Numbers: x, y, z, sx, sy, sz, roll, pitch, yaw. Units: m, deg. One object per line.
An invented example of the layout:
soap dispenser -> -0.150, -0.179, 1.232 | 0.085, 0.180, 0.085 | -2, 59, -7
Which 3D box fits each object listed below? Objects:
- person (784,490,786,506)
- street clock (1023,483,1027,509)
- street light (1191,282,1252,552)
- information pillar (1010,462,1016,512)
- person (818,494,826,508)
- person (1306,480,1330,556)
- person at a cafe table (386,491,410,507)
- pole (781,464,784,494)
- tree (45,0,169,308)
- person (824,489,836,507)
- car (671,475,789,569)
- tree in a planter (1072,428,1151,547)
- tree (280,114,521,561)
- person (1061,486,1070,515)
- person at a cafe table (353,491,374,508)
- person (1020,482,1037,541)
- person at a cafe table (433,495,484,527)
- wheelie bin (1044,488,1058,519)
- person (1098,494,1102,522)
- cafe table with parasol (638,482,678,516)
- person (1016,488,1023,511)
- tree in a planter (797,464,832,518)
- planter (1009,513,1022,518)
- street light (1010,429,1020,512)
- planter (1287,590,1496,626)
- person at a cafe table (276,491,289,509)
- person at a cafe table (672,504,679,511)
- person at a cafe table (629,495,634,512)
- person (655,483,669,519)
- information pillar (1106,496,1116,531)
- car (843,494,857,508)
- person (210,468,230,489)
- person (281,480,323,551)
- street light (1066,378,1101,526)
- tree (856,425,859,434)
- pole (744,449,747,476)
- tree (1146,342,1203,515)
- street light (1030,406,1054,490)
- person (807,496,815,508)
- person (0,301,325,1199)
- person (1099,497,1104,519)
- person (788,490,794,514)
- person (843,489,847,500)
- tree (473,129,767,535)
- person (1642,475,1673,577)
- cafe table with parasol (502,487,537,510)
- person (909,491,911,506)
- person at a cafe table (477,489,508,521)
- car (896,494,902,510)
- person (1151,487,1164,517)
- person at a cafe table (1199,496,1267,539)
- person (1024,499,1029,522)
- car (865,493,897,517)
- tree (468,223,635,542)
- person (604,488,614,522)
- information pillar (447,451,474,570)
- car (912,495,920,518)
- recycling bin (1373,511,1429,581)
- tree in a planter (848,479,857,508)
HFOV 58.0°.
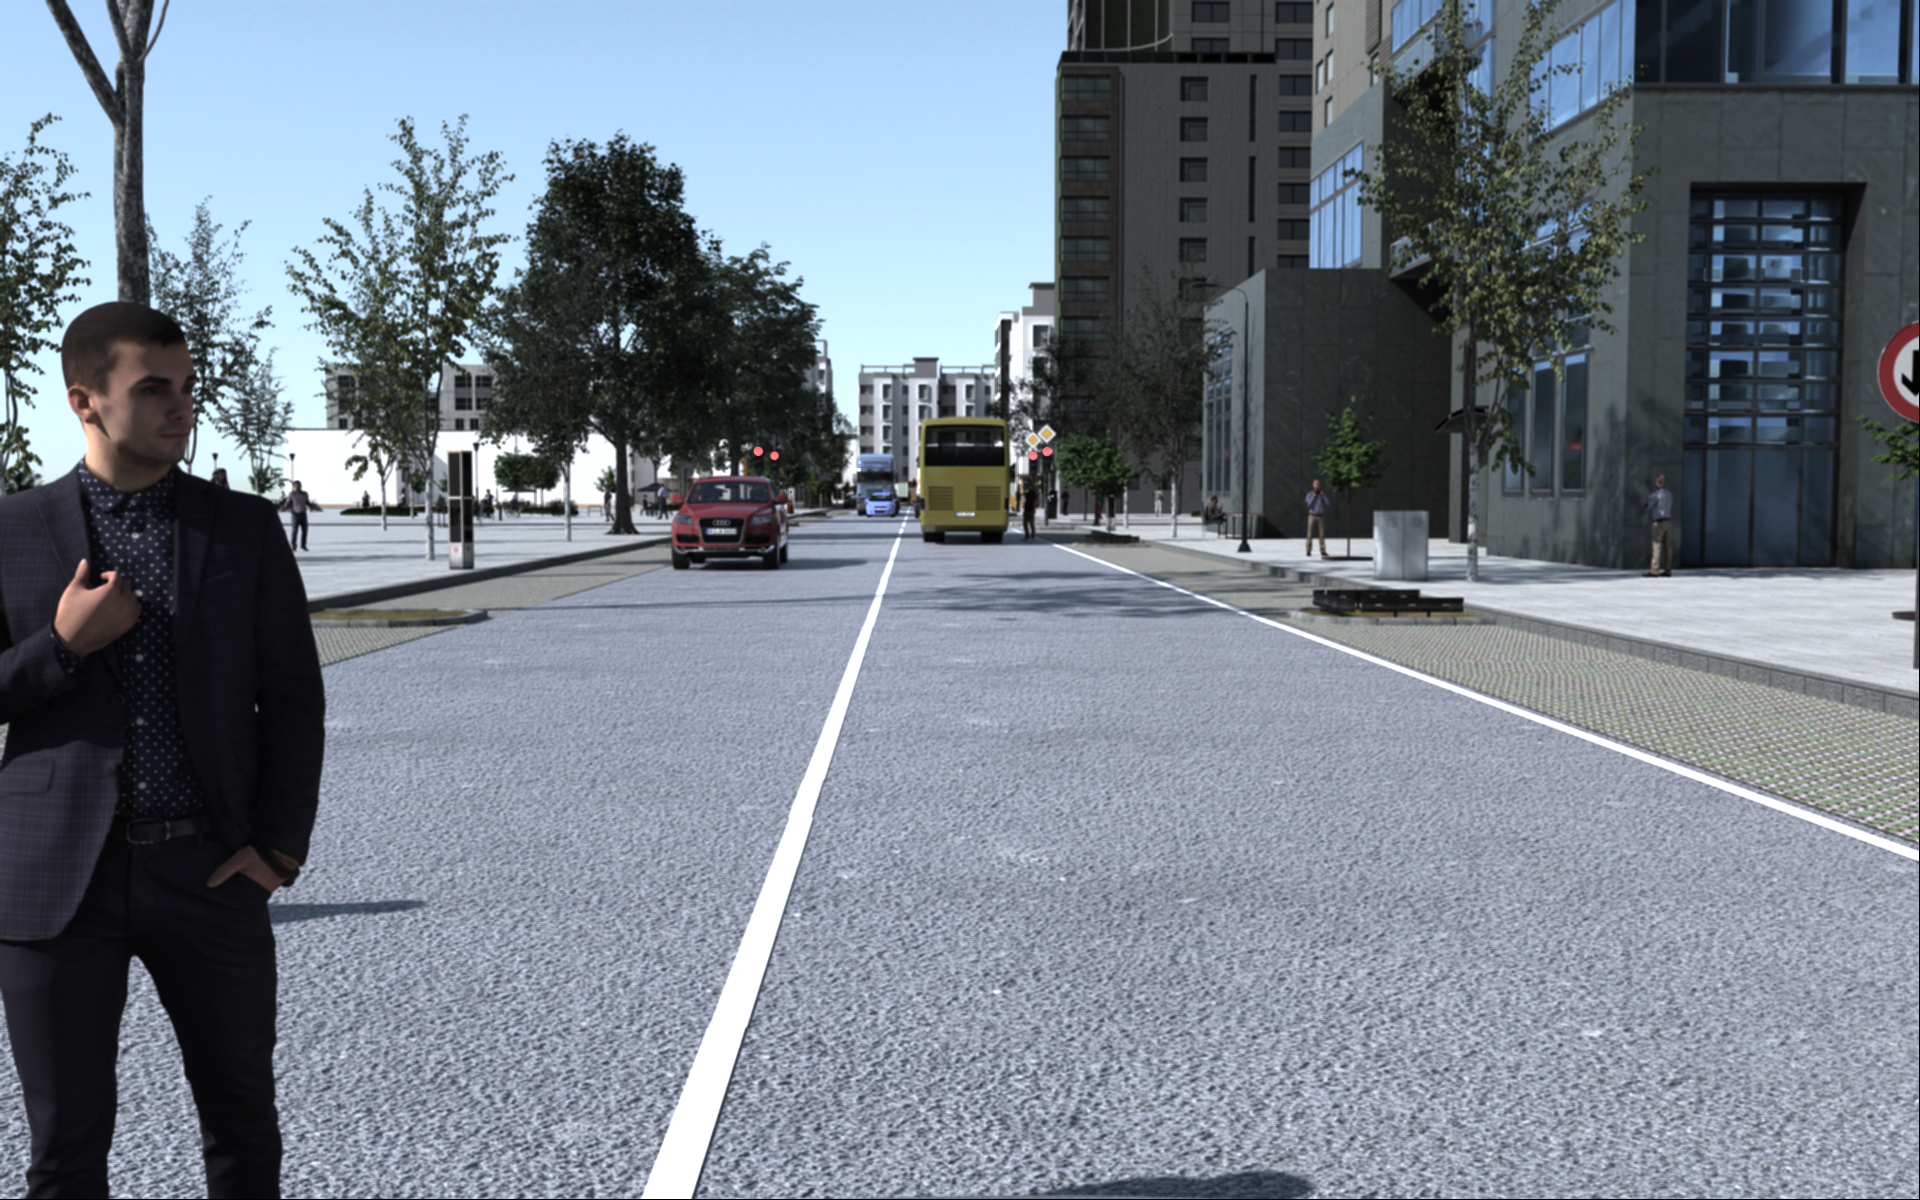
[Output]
person -> -15.104, -8.668, 147.898 | 0.598, 1.807, 0.434 | -1, 4, -9
street clock -> 4.129, -6.414, 109.438 | 0.358, 2.002, 0.471 | 0, 4, 8
street light -> 5.747, -4.010, 38.107 | 1.470, 5.913, 1.316 | 0, 4, -1
information pillar -> 3.832, -8.236, 126.006 | 0.504, 3.616, 0.183 | 0, 4, 2
person -> -13.288, -9.658, 164.669 | 1.217, 1.743, 0.721 | 1, 4, 23
person -> 7.419, -1.703, 35.954 | 0.516, 1.574, 0.319 | 0, 4, -2
person at a cafe table -> -39.966, -7.009, 123.110 | 1.622, 1.524, 1.698 | -1, 4, -13
pole -> -11.098, -6.997, 108.243 | 0.158, 3.312, 0.155 | 0, 3, 0
tree -> -10.686, -9.956, 18.674 | 12.611, 20.169, 13.585 | 0, 3, 0
person -> -12.954, -10.129, 172.167 | 1.217, 1.766, 0.721 | -1, 4, -22
car -> -4.542, -1.590, 34.665 | 2.281, 1.827, 5.304 | 0, 4, -3
tree in a planter -> 4.079, -3.047, 47.033 | 1.991, 3.239, 1.994 | 0, 4, -1
tree -> -10.453, -5.076, 33.359 | 4.737, 8.622, 4.395 | 0, 3, 0
person -> 6.401, -5.958, 104.158 | 0.504, 1.737, 0.576 | 2, 4, 27
person at a cafe table -> -42.843, -7.115, 124.842 | 1.698, 1.524, 1.622 | -1, 4, -18
person -> 2.108, -2.731, 53.273 | 0.434, 1.807, 0.598 | -1, 4, -17
person at a cafe table -> -19.459, -3.462, 67.470 | 1.726, 1.238, 1.698 | 0, 4, -6
wheelie bin -> 4.695, -4.954, 88.906 | 0.693, 1.594, 0.980 | 0, 4, -5
person -> 6.336, -4.377, 79.314 | 0.444, 1.614, 0.593 | 1, 4, 17
cafe table with parasol -> -19.523, -6.562, 112.149 | 2.610, 1.966, 2.610 | -1, 4, -15
person -> 4.520, -7.698, 132.593 | 0.600, 1.739, 0.565 | -1, 4, -15
tree in a planter -> -8.601, -6.447, 102.628 | 1.991, 3.239, 1.994 | 0, 4, -1
planter -> 2.632, -4.960, 102.235 | 1.991, 0.319, 1.994 | 0, 4, -1
street light -> 3.515, -9.125, 121.728 | 1.470, 5.913, 1.316 | 0, 4, -1
planter -> 4.794, 0.086, 19.738 | 1.991, 0.319, 1.994 | 0, 4, -1
person at a cafe table -> -58.235, -8.558, 148.445 | 1.698, 1.524, 1.622 | 1, 4, 19
person at a cafe table -> -14.641, -5.284, 94.905 | 1.698, 1.524, 1.622 | 1, 4, 18
person at a cafe table -> -24.574, -7.154, 127.822 | 1.698, 1.238, 1.726 | -2, 4, -33
person -> -15.219, -5.039, 88.305 | 0.709, 1.838, 0.599 | -3, 5, -45
information pillar -> 5.275, -3.428, 60.537 | 0.304, 2.012, 0.304 | 0, 4, -2
car -> -10.650, -9.968, 172.757 | 2.009, 1.686, 4.222 | 0, 4, 0
person -> -13.160, -1.475, 30.835 | 0.621, 1.740, 0.551 | 0, 4, -4
person -> -14.837, -1.888, 38.872 | 0.435, 1.587, 0.963 | 3, 5, 43
street light -> 4.926, -5.917, 69.277 | 1.470, 5.913, 1.316 | 0, 4, -1
tree -> -12.534, -12.846, 144.445 | 8.767, 10.594, 7.601 | 0, 4, 0
pole -> -9.691, -5.165, 78.292 | 0.158, 3.312, 0.155 | 0, 3, 0
tree -> 13.746, -10.490, 105.931 | 7.601, 10.594, 8.767 | 1, 4, 10
street light -> 4.384, -7.265, 91.325 | 1.470, 5.913, 1.316 | 0, 4, -1
person -> -13.272, -8.918, 155.113 | 1.065, 1.426, 0.557 | 1, 4, 17
person -> -1.237, 0.417, 2.601 | 0.541, 1.710, 0.530 | -1, 4, -18
person -> 7.176, -4.966, 88.149 | 0.530, 1.710, 0.541 | 3, 5, 40
person -> -10.712, -6.183, 109.607 | 0.387, 1.526, 0.523 | -2, 4, -28
person -> -13.466, -12.047, 202.973 | 0.705, 1.831, 1.348 | 1, 4, 10
tree -> -10.842, -8.425, 54.757 | 9.611, 12.733, 9.660 | 0, 3, 0
person -> 10.800, -1.141, 26.763 | 0.516, 1.574, 0.319 | -2, 4, -25
cafe table with parasol -> -34.486, -7.997, 135.609 | 2.610, 1.966, 2.610 | 0, 4, -2
person -> -6.271, -12.757, 217.090 | 0.705, 1.823, 1.348 | 0, 4, -2
person at a cafe table -> -22.654, -4.571, 83.258 | 1.698, 1.524, 1.622 | -1, 4, -19
car -> -6.384, -9.165, 160.068 | 2.015, 1.641, 3.980 | 0, 4, -1
person -> 11.073, -5.497, 96.648 | 0.376, 1.734, 0.841 | -3, 5, -40
person at a cafe table -> 7.743, -2.372, 49.650 | 1.726, 1.238, 1.698 | 0, 4, -3
person -> 3.264, -4.385, 82.665 | 0.387, 1.526, 0.523 | -1, 4, -20
car -> -4.884, -5.987, 107.480 | 1.945, 1.707, 3.694 | 0, 3, 0
tree -> -10.806, -5.882, 46.539 | 4.360, 8.622, 3.978 | 0, 3, 0
person -> -16.326, -4.424, 80.591 | 0.471, 1.553, 0.569 | -1, 4, -14
information pillar -> -8.507, -1.530, 29.504 | 0.304, 2.012, 0.304 | 1, 4, 20
car -> -1.853, -5.739, 103.625 | 2.009, 1.686, 4.222 | 0, 4, -2
recycling bin -> 6.601, -0.820, 25.955 | 0.722, 1.027, 0.722 | 0, 4, 6
tree in a planter -> -10.600, -11.116, 178.973 | 1.991, 3.239, 1.994 | 0, 4, -1
